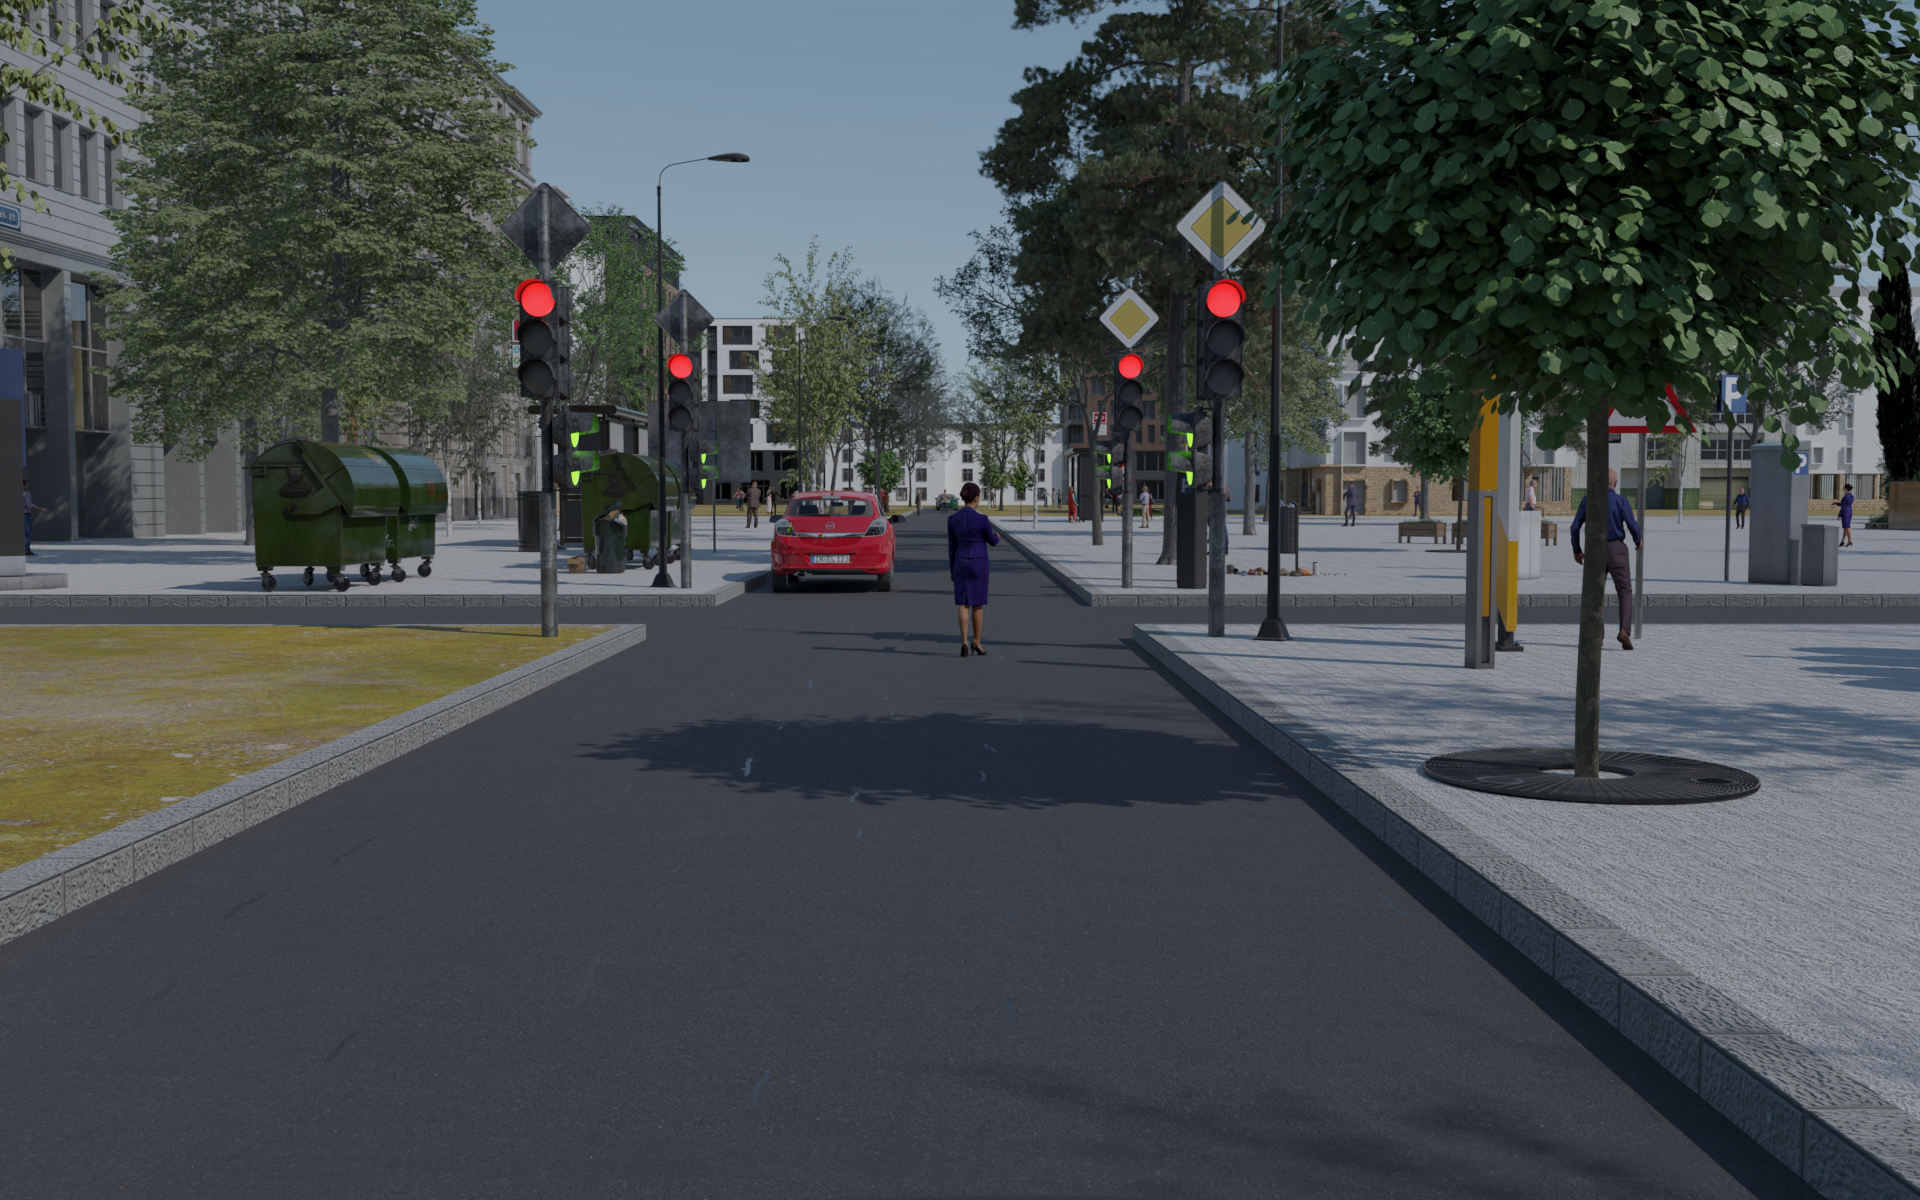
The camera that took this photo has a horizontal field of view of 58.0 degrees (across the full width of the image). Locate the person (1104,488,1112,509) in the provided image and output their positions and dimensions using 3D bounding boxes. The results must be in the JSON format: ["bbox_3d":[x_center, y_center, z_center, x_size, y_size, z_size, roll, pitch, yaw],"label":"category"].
[{"bbox_3d":[13.046,-9.029,153.681,1.348,1.822,0.705,-3,5,-42],"label":"person"}]

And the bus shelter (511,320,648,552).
[{"bbox_3d":[-9.157,-3.955,42.303,2.179,5.291,8.768,0,4,0],"label":"bus shelter"}]

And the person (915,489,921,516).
[{"bbox_3d":[-2.750,-6.386,113.455,0.434,1.755,0.990,-1,4,-10],"label":"person"}]

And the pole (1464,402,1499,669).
[{"bbox_3d":[3.829,-1.151,12.665,0.158,3.312,0.155,0,3,0],"label":"pole"}]

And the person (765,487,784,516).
[{"bbox_3d":[-10.918,-5.806,101.790,1.217,1.723,0.721,-2,4,-32],"label":"person"}]

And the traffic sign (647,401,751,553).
[{"bbox_3d":[-5.698,-2.690,37.852,2.265,3.308,0.079,0,4,3],"label":"traffic sign"}]

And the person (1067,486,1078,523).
[{"bbox_3d":[4.962,-4.201,76.428,0.444,1.614,0.593,0,4,-7],"label":"person"}]

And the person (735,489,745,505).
[{"bbox_3d":[-22.080,-10.232,173.316,0.705,1.826,1.348,3,4,37],"label":"person"}]

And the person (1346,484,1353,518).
[{"bbox_3d":[20.751,-5.305,92.641,0.599,1.838,0.709,1,4,8],"label":"person"}]

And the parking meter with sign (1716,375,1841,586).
[{"bbox_3d":[11.710,-1.743,24.756,0.543,3.016,1.738,-2,4,-28],"label":"parking meter with sign"}]

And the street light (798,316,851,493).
[{"bbox_3d":[-3.636,-4.444,45.204,1.470,5.913,1.316,0,4,0],"label":"street light"}]

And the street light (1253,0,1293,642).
[{"bbox_3d":[2.214,-2.601,15.063,1.470,5.913,1.316,0,4,0],"label":"street light"}]

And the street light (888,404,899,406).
[{"bbox_3d":[-3.821,-7.130,89.112,1.470,5.913,1.316,0,4,0],"label":"street light"}]

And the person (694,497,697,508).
[{"bbox_3d":[-24.756,-9.256,160.603,0.599,1.433,0.991,3,4,39],"label":"person"}]

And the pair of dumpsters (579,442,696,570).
[{"bbox_3d":[-5.825,-1.758,31.244,1.574,2.255,4.436,0,4,0],"label":"pair of dumpsters"}]

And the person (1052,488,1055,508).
[{"bbox_3d":[8.613,-9.425,160.142,0.705,1.824,1.348,0,4,2],"label":"person"}]

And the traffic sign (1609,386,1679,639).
[{"bbox_3d":[6.002,-0.933,15.260,0.884,2.594,0.081,0,4,5],"label":"traffic sign"}]

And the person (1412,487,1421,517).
[{"bbox_3d":[26.043,-5.600,98.515,0.541,1.710,0.530,3,5,43],"label":"person"}]

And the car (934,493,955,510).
[{"bbox_3d":[-1.281,-9.118,158.122,2.155,1.783,4.494,0,4,1],"label":"car"}]

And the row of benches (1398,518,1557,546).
[{"bbox_3d":[13.220,-1.750,44.079,4.104,0.672,1.422,3,4,38],"label":"row of benches"}]

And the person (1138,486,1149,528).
[{"bbox_3d":[6.964,-3.509,65.482,0.516,1.574,0.319,-3,5,-44],"label":"person"}]

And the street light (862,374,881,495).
[{"bbox_3d":[-3.730,-5.779,67.030,1.470,5.913,1.316,0,4,0],"label":"street light"}]

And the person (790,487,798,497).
[{"bbox_3d":[-12.688,-7.910,135.373,1.348,1.824,0.705,-1,4,-21],"label":"person"}]

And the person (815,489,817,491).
[{"bbox_3d":[-12.770,-8.993,153.743,0.551,1.740,0.621,3,5,39],"label":"person"}]

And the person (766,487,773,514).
[{"bbox_3d":[-12.496,-6.567,114.085,0.621,1.740,0.551,-1,4,-10],"label":"person"}]

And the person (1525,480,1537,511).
[{"bbox_3d":[17.469,-2.805,52.841,0.436,1.711,0.756,1,4,19],"label":"person"}]

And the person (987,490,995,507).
[{"bbox_3d":[3.036,-9.916,168.707,0.617,1.759,0.750,2,4,35],"label":"person"}]

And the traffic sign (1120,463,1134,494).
[{"bbox_3d":[6.830,-4.435,72.509,0.884,2.594,0.081,0,4,4],"label":"traffic sign"}]

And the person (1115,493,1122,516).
[{"bbox_3d":[9.575,-5.752,103.320,0.697,1.427,0.421,-2,4,-33],"label":"person"}]

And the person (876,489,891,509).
[{"bbox_3d":[-5.134,-6.495,112.172,1.348,1.831,0.705,0,4,-7],"label":"person"}]

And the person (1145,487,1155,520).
[{"bbox_3d":[9.341,-4.776,85.841,0.444,1.614,0.593,-3,4,-36],"label":"person"}]

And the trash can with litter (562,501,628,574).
[{"bbox_3d":[-5.887,-1.013,27.942,1.055,1.170,0.624,0,4,-7],"label":"trash can with litter"}]

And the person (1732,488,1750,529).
[{"bbox_3d":[28.629,-3.359,63.655,0.600,1.496,0.574,-1,4,-17],"label":"person"}]

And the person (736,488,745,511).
[{"bbox_3d":[-16.391,-7.555,130.280,1.217,1.736,0.721,3,4,36],"label":"person"}]

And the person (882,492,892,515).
[{"bbox_3d":[-4.504,-5.863,105.165,0.557,1.426,1.065,-3,4,-37],"label":"person"}]

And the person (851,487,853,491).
[{"bbox_3d":[-8.469,-7.946,135.944,0.705,1.826,1.348,1,4,13],"label":"person"}]

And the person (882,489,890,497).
[{"bbox_3d":[-5.756,-7.524,129.765,1.217,1.736,0.721,2,4,24],"label":"person"}]

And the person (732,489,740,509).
[{"bbox_3d":[-19.702,-8.930,152.767,0.721,1.743,1.217,2,4,27],"label":"person"}]

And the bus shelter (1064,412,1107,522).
[{"bbox_3d":[6.125,-6.399,82.263,2.179,5.291,8.768,0,4,0],"label":"bus shelter"}]

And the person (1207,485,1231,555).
[{"bbox_3d":[5.378,-1.804,36.359,0.655,1.722,0.431,-2,4,-34],"label":"person"}]

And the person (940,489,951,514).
[{"bbox_3d":[-1.016,-6.980,123.156,0.617,1.759,0.750,2,4,24],"label":"person"}]

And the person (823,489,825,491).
[{"bbox_3d":[-11.886,-8.821,150.815,0.434,1.755,0.990,2,4,33],"label":"person"}]

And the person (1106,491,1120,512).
[{"bbox_3d":[10.978,-7.133,122.628,1.348,1.831,0.705,0,4,-4],"label":"person"}]

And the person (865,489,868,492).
[{"bbox_3d":[-8.303,-9.117,155.886,0.721,1.735,1.217,1,4,13],"label":"person"}]

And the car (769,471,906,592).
[{"bbox_3d":[-1.920,-1.091,26.876,2.155,1.783,4.494,0,4,-2],"label":"car"}]

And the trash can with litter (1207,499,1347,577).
[{"bbox_3d":[4.901,-1.015,27.661,2.233,1.210,1.678,3,5,45],"label":"trash can with litter"}]

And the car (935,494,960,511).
[{"bbox_3d":[-1.062,-8.402,149.164,2.131,1.459,4.920,0,4,-1],"label":"car"}]

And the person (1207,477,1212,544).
[{"bbox_3d":[6.461,-2.345,45.087,0.504,1.737,0.576,1,4,18],"label":"person"}]

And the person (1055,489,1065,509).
[{"bbox_3d":[8.682,-8.781,150.328,1.217,1.735,0.721,-3,4,-38],"label":"person"}]

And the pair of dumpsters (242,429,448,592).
[{"bbox_3d":[-8.642,-1.352,24.597,1.574,2.255,4.436,0,4,0],"label":"pair of dumpsters"}]

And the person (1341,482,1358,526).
[{"bbox_3d":[15.385,-3.796,68.558,0.683,1.767,0.568,-2,4,-35],"label":"person"}]

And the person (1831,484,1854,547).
[{"bbox_3d":[21.403,-2.058,42.058,0.546,1.535,0.453,2,4,35],"label":"person"}]

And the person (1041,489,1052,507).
[{"bbox_3d":[8.318,-9.864,167.406,1.350,1.814,0.705,-2,4,-34],"label":"person"}]

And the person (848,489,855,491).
[{"bbox_3d":[-10.430,-10.095,171.892,0.721,1.735,1.217,1,4,16],"label":"person"}]

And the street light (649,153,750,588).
[{"bbox_3d":[-3.556,-3.130,23.717,1.470,5.913,1.316,0,4,0],"label":"street light"}]
